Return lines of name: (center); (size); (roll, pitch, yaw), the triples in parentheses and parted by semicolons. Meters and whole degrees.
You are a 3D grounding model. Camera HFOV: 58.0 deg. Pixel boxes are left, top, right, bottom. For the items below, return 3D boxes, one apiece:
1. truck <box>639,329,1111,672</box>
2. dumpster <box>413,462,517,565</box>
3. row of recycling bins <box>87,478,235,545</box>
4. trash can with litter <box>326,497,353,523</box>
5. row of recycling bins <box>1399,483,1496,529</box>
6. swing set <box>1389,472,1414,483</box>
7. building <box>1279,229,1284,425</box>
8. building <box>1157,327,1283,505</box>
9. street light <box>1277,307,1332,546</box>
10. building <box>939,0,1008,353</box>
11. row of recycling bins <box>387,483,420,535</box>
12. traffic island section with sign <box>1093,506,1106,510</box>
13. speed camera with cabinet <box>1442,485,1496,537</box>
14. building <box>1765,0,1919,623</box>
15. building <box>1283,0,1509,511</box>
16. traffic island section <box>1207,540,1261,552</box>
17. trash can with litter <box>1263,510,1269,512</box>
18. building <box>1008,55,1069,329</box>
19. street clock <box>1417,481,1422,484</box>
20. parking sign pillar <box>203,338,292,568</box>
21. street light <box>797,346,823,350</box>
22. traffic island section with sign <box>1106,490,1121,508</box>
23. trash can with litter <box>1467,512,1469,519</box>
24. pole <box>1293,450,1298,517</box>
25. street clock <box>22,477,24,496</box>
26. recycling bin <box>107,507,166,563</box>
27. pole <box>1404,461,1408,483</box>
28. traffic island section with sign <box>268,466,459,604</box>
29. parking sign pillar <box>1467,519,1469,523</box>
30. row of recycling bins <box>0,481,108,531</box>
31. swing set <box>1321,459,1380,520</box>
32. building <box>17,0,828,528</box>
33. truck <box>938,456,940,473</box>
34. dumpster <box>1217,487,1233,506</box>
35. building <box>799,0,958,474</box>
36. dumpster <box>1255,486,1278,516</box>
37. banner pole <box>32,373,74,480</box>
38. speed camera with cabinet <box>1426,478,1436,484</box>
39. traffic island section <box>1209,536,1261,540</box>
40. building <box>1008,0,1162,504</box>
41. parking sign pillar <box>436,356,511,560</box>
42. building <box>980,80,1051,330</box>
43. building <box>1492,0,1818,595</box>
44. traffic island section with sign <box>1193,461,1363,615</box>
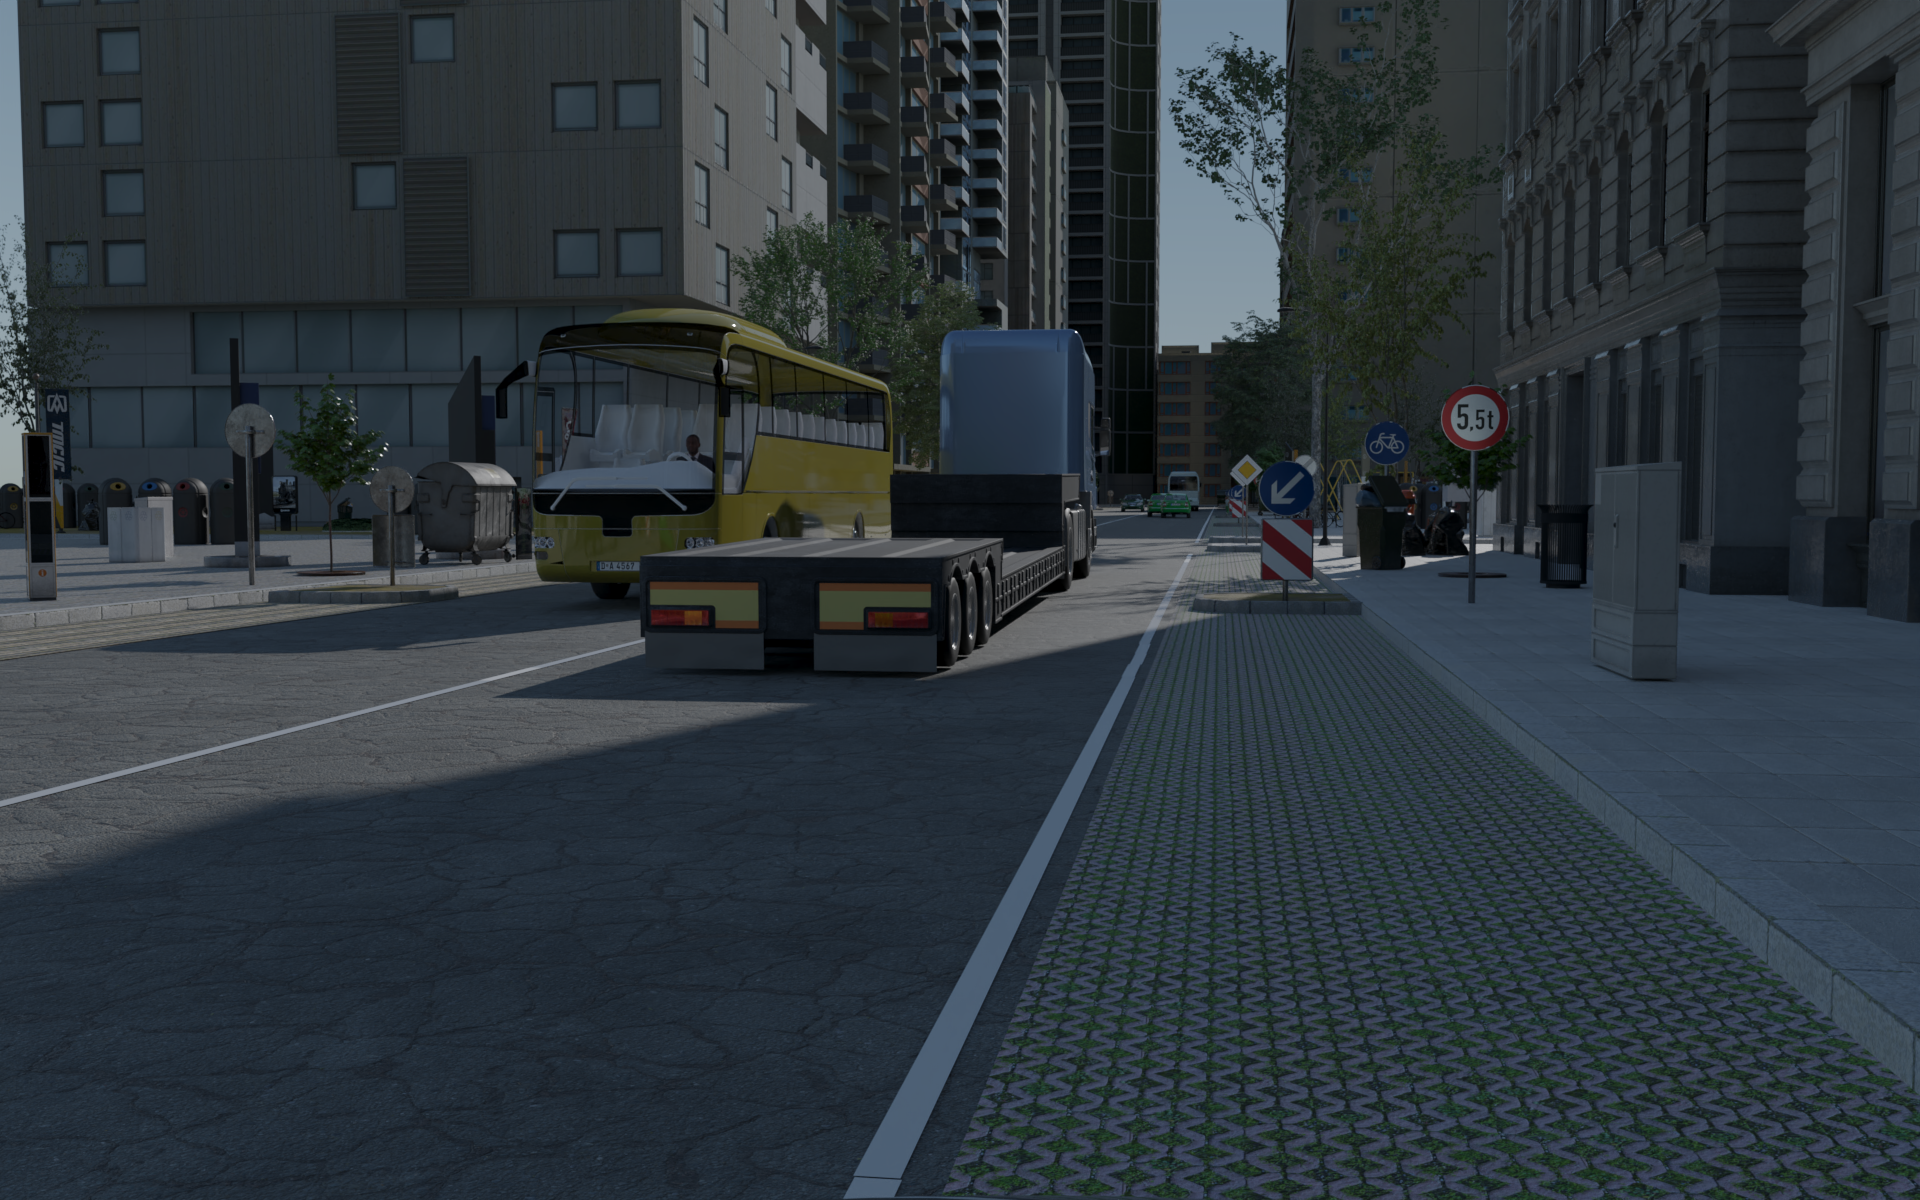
truck: (0.006, -2.014, 22.692); (2.967, 4.110, 18.799); (1, 4, 8)
dumpster: (-9.101, -1.598, 31.881); (1.264, 1.857, 1.865); (1, 4, 8)
row of recycling bins: (-20.059, -2.259, 44.050); (3.534, 1.692, 1.069); (0, 4, -5)
trash can with litter: (-22.907, -3.205, 63.796); (1.055, 1.170, 0.624); (-1, 4, -23)
row of recycling bins: (17.669, -3.438, 63.326); (3.534, 1.692, 1.069); (0, 4, 4)
swing set: (30.832, -7.672, 123.050); (3.119, 2.851, 2.862); (1, 4, 10)
building: (41.846, -25.519, 188.941); (14.160, 30.474, 14.107); (1, 4, 9)
building: (40.602, -23.193, 224.241); (28.899, 21.520, 27.650); (1, 4, 9)
street light: (8.580, -4.320, 43.170); (1.470, 5.913, 1.316); (1, 4, 9)
building: (-6.609, -50.864, 144.292); (22.319, 86.520, 31.000); (1, 4, 9)
row of recycling bins: (-16.494, -2.924, 54.912); (3.534, 1.692, 1.069); (0, 4, 8)
traffic island section with sign: (11.742, -8.895, 154.065); (1.989, 1.847, 2.006); (1, 4, 9)
speed camera with cabinet: (15.651, -3.542, 52.249); (2.038, 3.252, 0.660); (0, 4, -1)
building: (13.334, -11.097, 10.318); (11.050, 23.489, 19.941); (1, 4, 9)
building: (37.701, -31.678, 141.645); (21.300, 48.544, 21.600); (1, 4, 9)
traffic island section: (7.257, -1.313, 43.754); (2.009, 0.180, 2.903); (1, 4, 9)
trash can with litter: (22.464, -6.987, 125.626); (1.055, 1.170, 0.624); (1, 4, 13)
building: (0.476, -34.667, 190.503); (21.600, 48.544, 21.300); (1, 4, 9)
street clock: (25.826, -5.677, 97.394); (0.358, 2.002, 0.471); (0, 4, 4)
parking sign pillar: (-12.656, -2.581, 30.664); (1.447, 3.967, 1.447); (-1, 4, -22)
street light: (-4.981, -5.006, 54.386); (1.470, 5.913, 1.316); (1, 4, 9)
traffic island section with sign: (15.759, -10.526, 180.721); (1.989, 1.847, 2.006); (1, 4, 9)
trash can with litter: (27.598, -4.841, 90.202); (2.233, 1.210, 1.678); (1, 4, 14)
pole: (15.450, -5.259, 79.829); (0.158, 3.312, 0.155); (0, 3, 0)
street clock: (-39.109, -4.155, 72.510); (0.358, 2.002, 0.471); (-2, 4, -30)
recycling bin: (-15.520, -1.229, 32.653); (0.722, 1.027, 0.722); (1, 4, 20)
pole: (27.321, -6.873, 106.217); (0.158, 3.312, 0.155); (0, 3, 0)
traffic island section with sign: (-7.944, -0.908, 23.471); (1.989, 1.847, 2.006); (1, 4, 9)
parking sign pillar: (22.987, -5.354, 76.004); (1.447, 3.967, 1.447); (-2, 4, -30)
row of recycling bins: (-34.184, -3.545, 65.066); (3.534, 1.692, 1.069); (-1, 4, -11)
swing set: (17.601, -5.014, 79.594); (2.862, 2.851, 3.119); (0, 4, 3)
building: (-21.524, -29.880, 77.776); (28.713, 52.752, 27.495); (1, 4, 9)
truck: (1.212, -4.501, 62.509); (2.839, 4.237, 11.283); (0, 4, 7)
dumpster: (30.532, -11.897, 199.460); (1.985, 2.255, 1.502); (0, 4, 7)
building: (-12.178, -28.044, 113.136); (22.147, 44.769, 28.867); (1, 4, 9)
dumpster: (18.191, -6.096, 102.170); (1.502, 2.255, 1.985); (1, 4, 9)
banner pole: (-18.980, -2.822, 36.155); (0.863, 3.779, 0.401); (-3, 5, -41)
speed camera with cabinet: (34.061, -7.867, 122.962); (2.038, 3.252, 0.660); (-2, 4, -26)
traffic island section: (8.447, -1.796, 51.650); (2.009, 0.180, 2.903); (1, 4, 9)
building: (15.073, -47.991, 222.901); (20.611, 71.187, 20.563); (1, 4, 9)
parking sign pillar: (-9.699, -2.810, 34.412); (1.447, 3.967, 1.447); (-3, 5, -39)
building: (1.035, -29.583, 167.281); (14.154, 41.232, 14.086); (1, 4, 9)
building: (15.500, -11.032, 29.518); (9.793, 20.994, 18.267); (1, 4, 9)
traffic island section with sign: (3.905, -0.784, 21.441); (1.989, 1.847, 2.006); (1, 4, 9)
